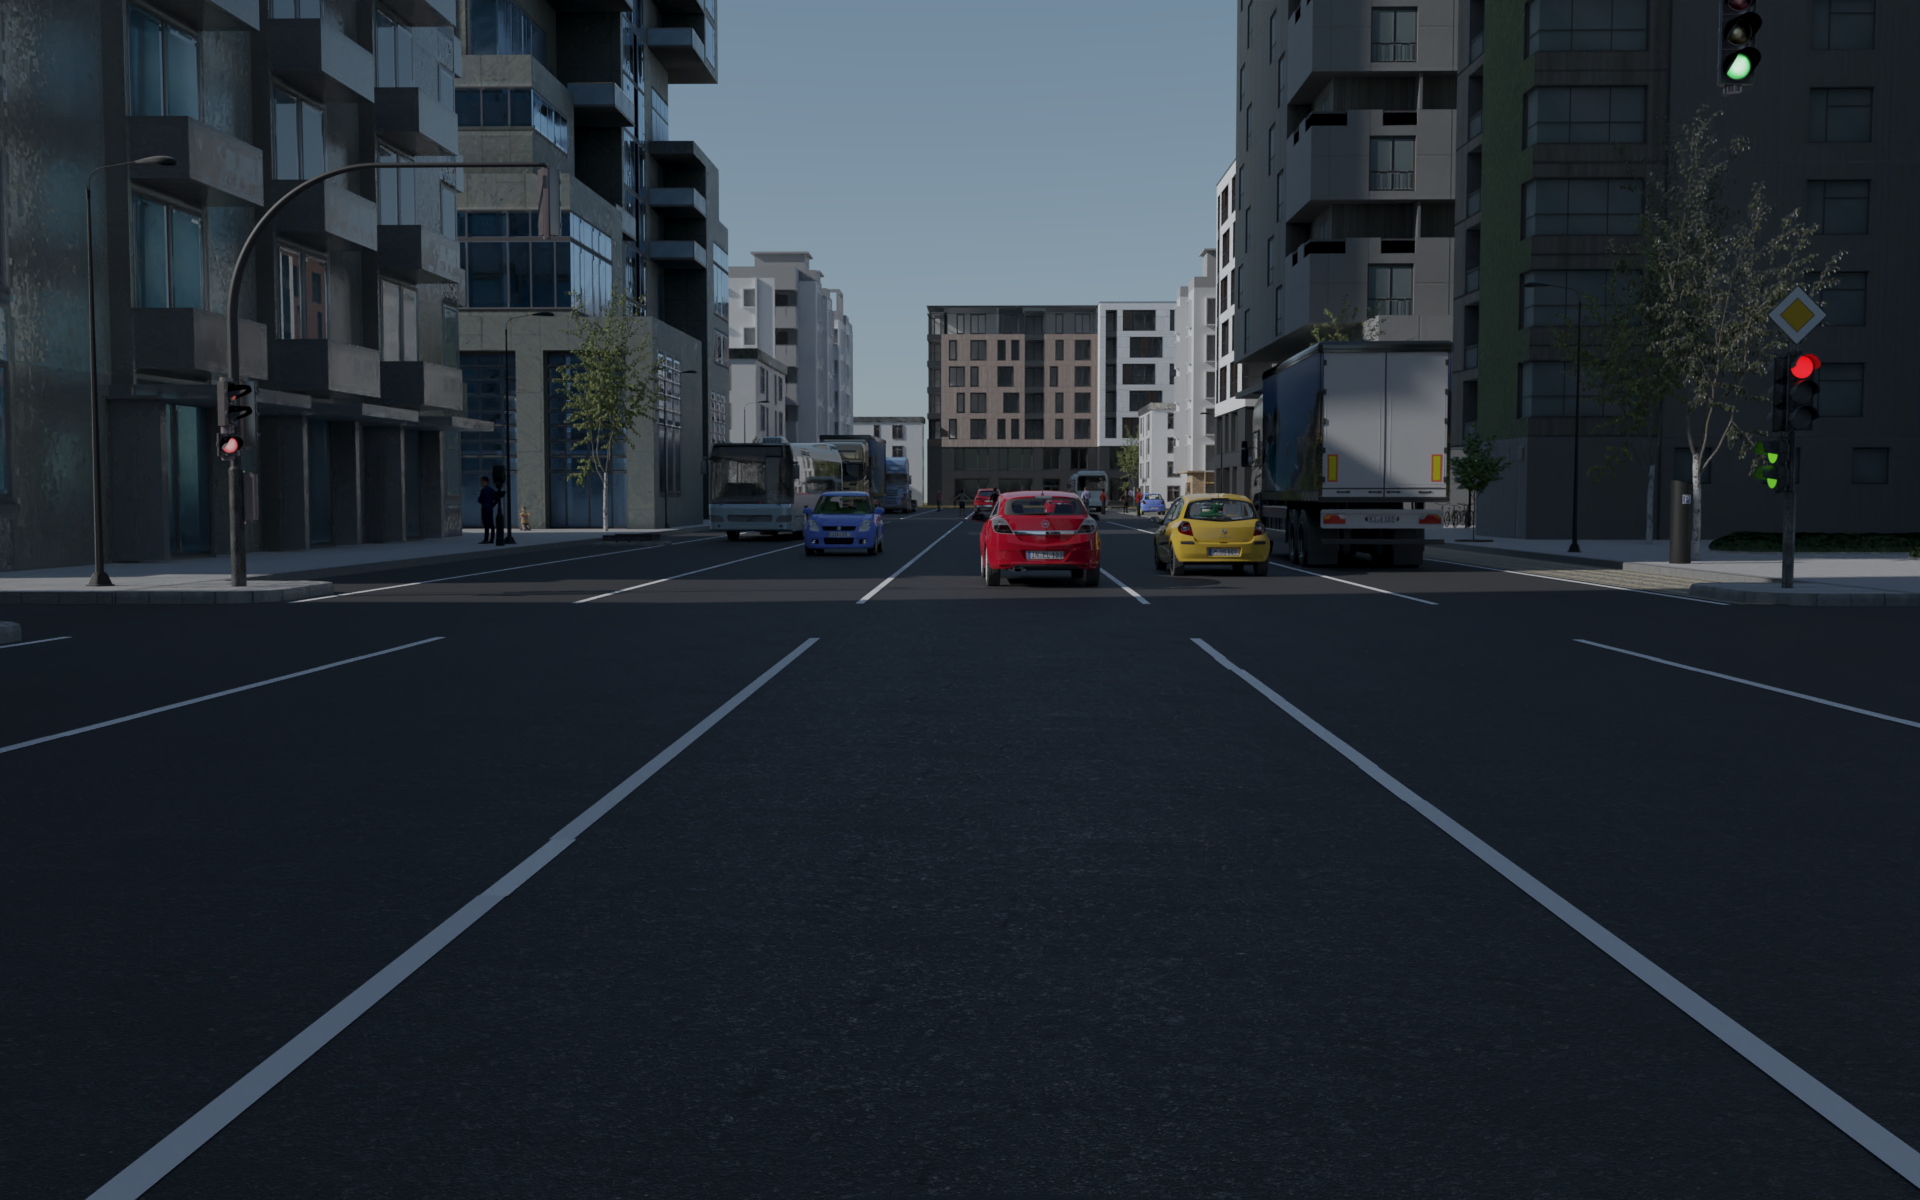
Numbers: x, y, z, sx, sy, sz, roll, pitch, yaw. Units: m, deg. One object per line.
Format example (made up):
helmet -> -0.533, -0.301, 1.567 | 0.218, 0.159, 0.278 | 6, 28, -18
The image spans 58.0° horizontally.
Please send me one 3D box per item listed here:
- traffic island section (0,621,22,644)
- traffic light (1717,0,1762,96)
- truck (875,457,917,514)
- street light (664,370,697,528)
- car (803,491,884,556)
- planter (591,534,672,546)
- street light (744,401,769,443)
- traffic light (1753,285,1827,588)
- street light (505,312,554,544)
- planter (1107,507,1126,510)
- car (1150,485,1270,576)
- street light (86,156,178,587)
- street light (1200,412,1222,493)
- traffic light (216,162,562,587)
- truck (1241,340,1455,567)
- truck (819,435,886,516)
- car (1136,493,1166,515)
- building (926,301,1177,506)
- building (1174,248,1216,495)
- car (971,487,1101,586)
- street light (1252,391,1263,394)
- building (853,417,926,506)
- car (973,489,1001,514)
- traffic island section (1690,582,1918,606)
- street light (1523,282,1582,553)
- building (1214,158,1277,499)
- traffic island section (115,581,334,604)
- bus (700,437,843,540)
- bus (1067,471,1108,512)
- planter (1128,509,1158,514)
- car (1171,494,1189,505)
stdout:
traffic island section -> -10.205, 0.379, 16.085 | 2.009, 0.180, 2.903 | 0, 4, 1
traffic light -> 8.998, -2.492, 15.417 | 4.771, 5.953, 1.251 | 0, 4, 1
truck -> -4.836, -8.718, 132.290 | 2.967, 4.110, 18.799 | 0, 4, 1
street light -> -10.555, -5.660, 65.079 | 1.470, 5.913, 1.316 | 0, 4, 1
car -> -2.755, -1.951, 41.482 | 1.945, 1.707, 3.694 | 0, 4, 1
planter -> -9.185, -1.687, 48.723 | 1.991, 0.319, 1.994 | 0, 4, 1
street light -> -10.155, -6.948, 86.137 | 1.470, 5.913, 1.316 | 0, 4, 1
traffic light -> 11.261, -2.115, 23.497 | 0.839, 4.253, 0.868 | 0, 4, 1
street light -> -11.019, -4.386, 44.248 | 1.470, 5.913, 1.316 | 0, 4, 1
planter -> 14.063, -8.098, 153.538 | 1.991, 0.319, 1.994 | 0, 4, 1
car -> 4.550, -1.315, 31.728 | 2.015, 1.641, 3.980 | 0, 4, 0
street light -> -11.455, -3.145, 23.969 | 1.470, 5.913, 1.316 | 0, 4, 1
street light -> 14.330, -7.704, 98.495 | 1.470, 5.913, 1.316 | 0, 4, 1
traffic light -> -7.902, -3.013, 23.923 | 4.771, 5.953, 1.251 | 0, 4, 1
truck -> 8.011, -2.958, 37.274 | 2.839, 4.237, 11.283 | 0, 4, 2
truck -> -5.313, -5.822, 84.102 | 2.839, 4.237, 11.283 | 0, 4, 3
car -> 13.079, -6.673, 118.689 | 1.945, 1.707, 3.694 | 0, 4, 0
building -> 12.908, -21.648, 197.919 | 32.646, 21.610, 27.936 | 0, 4, 1
building -> 25.435, -17.281, 138.967 | 16.016, 20.091, 11.380 | 0, 4, 1
car -> 1.266, -1.186, 28.429 | 2.155, 1.783, 4.494 | 0, 4, -1
street light -> 13.884, -6.466, 78.257 | 1.470, 5.913, 1.316 | 0, 4, 1
building -> -17.955, -15.073, 188.582 | 28.070, 9.664, 9.099 | 0, 4, 1
car -> 2.017, -6.827, 120.302 | 2.281, 1.827, 5.304 | 0, 4, 1
traffic island section -> 11.301, -0.081, 23.610 | 2.009, 0.180, 2.903 | 0, 4, 1
street light -> 13.012, -4.005, 38.029 | 1.470, 5.913, 1.316 | 0, 4, 1
building -> 30.904, -16.688, 116.827 | 27.936, 21.610, 32.646 | 0, 4, 1
traffic island section -> -10.035, -0.109, 24.068 | 2.009, 0.180, 2.903 | 0, 4, 1
bus -> -5.975, -3.829, 57.463 | 2.948, 3.499, 13.247 | 0, 4, 3
bus -> 10.551, -9.101, 143.655 | 2.948, 3.499, 13.247 | 0, 4, 1
planter -> 13.474, -6.415, 126.019 | 1.991, 0.319, 1.994 | 0, 4, 1
car -> 9.656, -3.564, 70.061 | 2.131, 1.459, 4.920 | 0, 4, 1
